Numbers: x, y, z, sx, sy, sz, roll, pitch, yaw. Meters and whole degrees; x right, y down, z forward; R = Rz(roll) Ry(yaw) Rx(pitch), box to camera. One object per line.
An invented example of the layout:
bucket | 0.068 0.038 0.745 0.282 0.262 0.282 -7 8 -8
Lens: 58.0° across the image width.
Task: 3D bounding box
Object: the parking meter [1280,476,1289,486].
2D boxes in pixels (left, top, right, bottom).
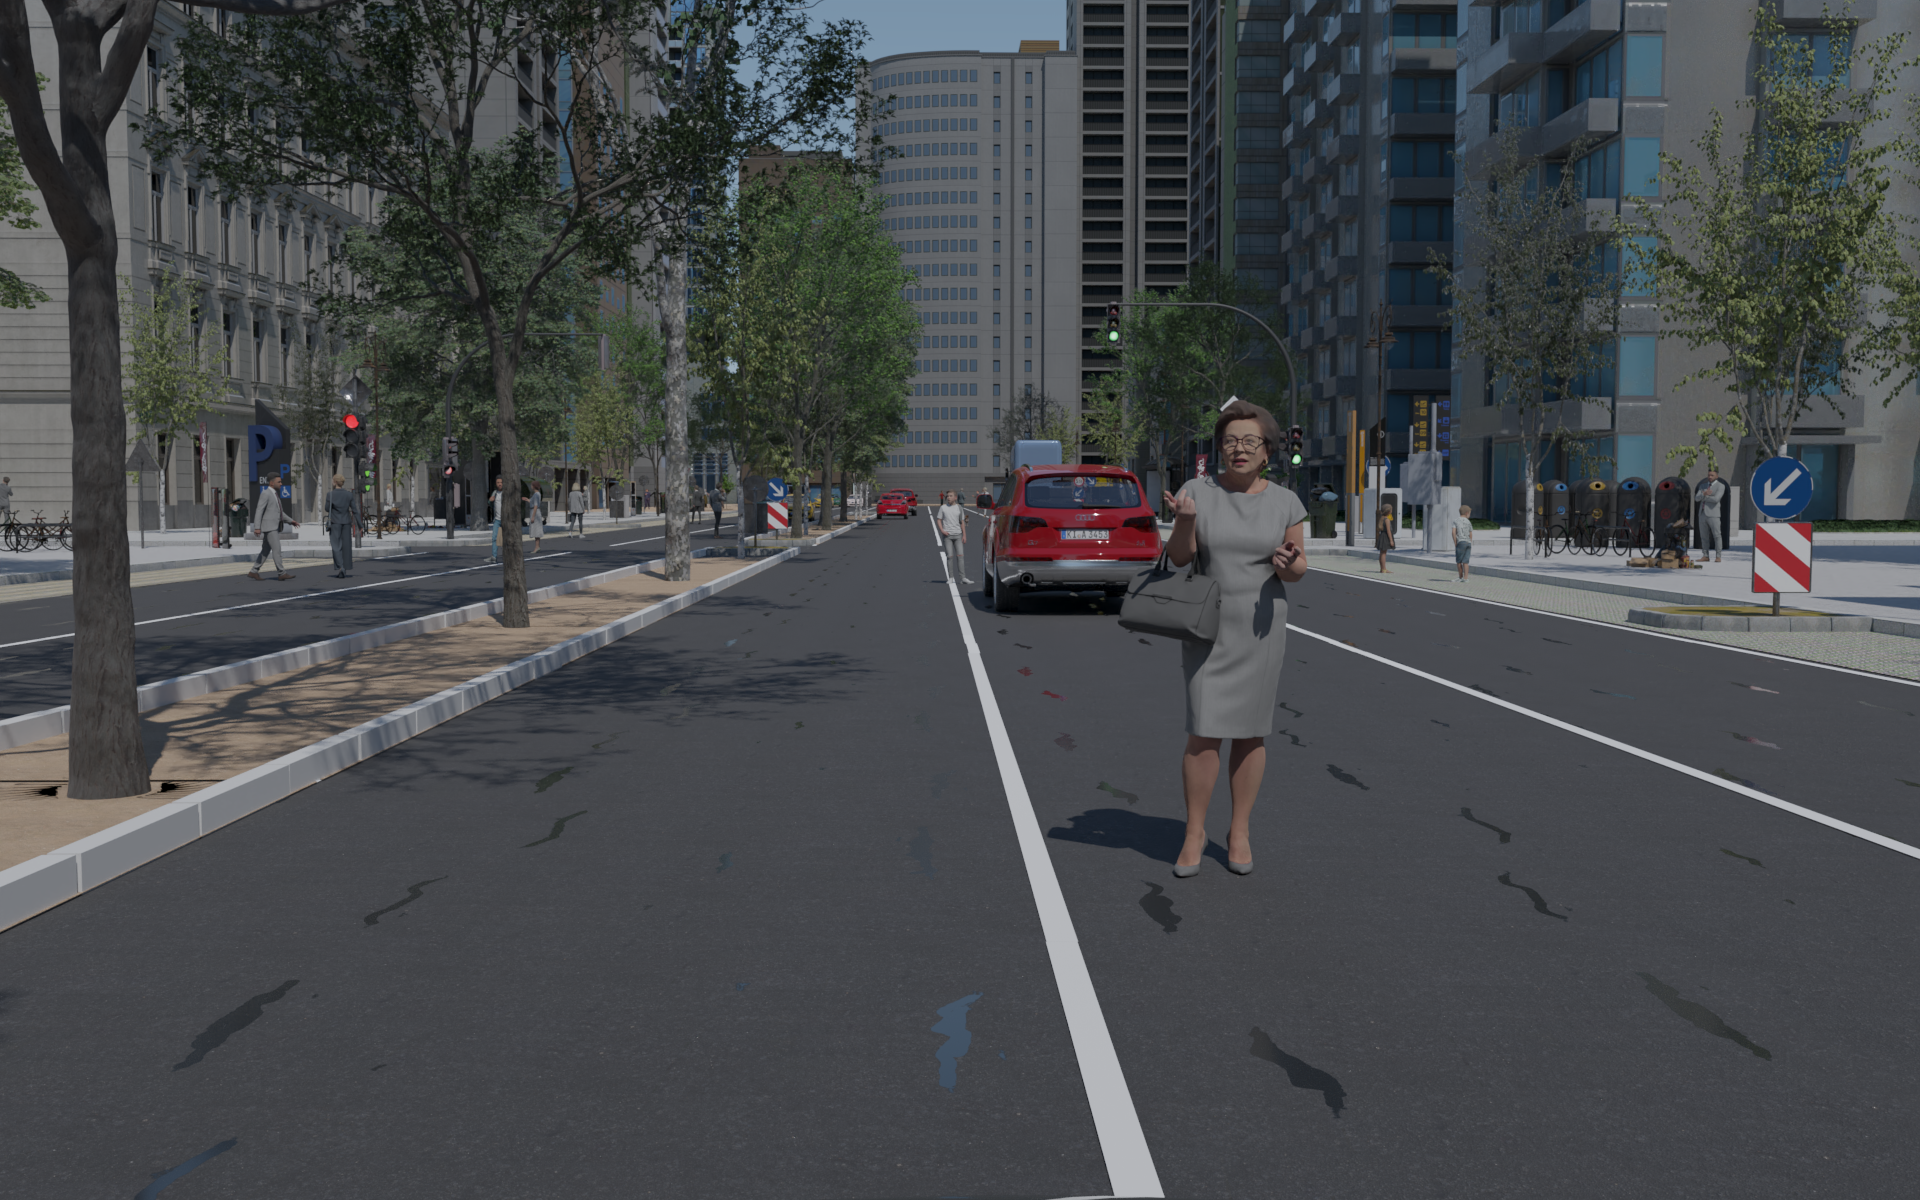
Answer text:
parking meter | 10.716 -3.172 57.577 0.399 1.863 0.255 3 5 45

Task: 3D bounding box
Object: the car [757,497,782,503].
car | -13.381 -6.790 120.800 2.009 1.686 4.222 0 4 0

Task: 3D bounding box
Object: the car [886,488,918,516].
car | -3.904 -6.497 114.894 2.281 1.827 5.304 0 4 -3

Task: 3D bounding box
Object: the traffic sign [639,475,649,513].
traffic sign | -21.390 -7.163 117.224 0.768 2.556 0.104 1 4 8

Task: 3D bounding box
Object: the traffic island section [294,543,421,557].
traffic island section | -14.276 -1.148 41.044 2.009 0.180 2.903 0 4 -1

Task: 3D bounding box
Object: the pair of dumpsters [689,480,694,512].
pair of dumpsters | -19.275 -7.188 120.015 1.574 2.255 4.437 0 4 -1

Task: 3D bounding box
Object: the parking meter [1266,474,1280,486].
parking meter | 9.199 -2.781 51.181 0.255 1.863 0.399 0 4 -4

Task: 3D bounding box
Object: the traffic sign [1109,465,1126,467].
traffic sign | 10.568 -7.829 121.876 2.265 3.308 0.079 0 4 -1

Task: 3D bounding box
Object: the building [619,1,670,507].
building | -44.402 -38.882 177.717 28.212 58.520 21.231 0 4 -1

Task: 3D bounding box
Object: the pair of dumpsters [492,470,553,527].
pair of dumpsters | -17.436 -4.069 69.016 1.574 2.255 4.437 0 4 -1

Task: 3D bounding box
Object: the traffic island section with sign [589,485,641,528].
traffic island section with sign | -14.629 -3.977 73.655 1.989 1.847 2.006 0 4 -1

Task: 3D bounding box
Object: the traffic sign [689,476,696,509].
traffic sign | -19.034 -7.489 122.549 0.768 2.556 0.104 0 4 7

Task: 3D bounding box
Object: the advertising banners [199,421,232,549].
advertising banners | -17.683 -2.747 41.100 0.090 3.025 2.074 -3 5 -40

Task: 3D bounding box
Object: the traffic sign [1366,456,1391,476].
traffic sign | 13.284 -3.362 55.070 0.768 2.556 0.104 0 4 1

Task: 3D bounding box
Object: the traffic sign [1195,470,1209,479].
traffic sign | 12.594 -5.511 90.211 0.768 2.556 0.104 0 3 0

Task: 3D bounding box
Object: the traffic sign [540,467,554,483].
traffic sign | -19.098 -4.883 79.941 0.768 2.556 0.104 0 4 0

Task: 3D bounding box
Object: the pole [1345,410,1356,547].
pole | 9.560 -2.968 42.364 0.158 3.312 0.155 0 3 0

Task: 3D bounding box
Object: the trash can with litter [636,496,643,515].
trash can with litter | -20.004 -5.872 107.394 0.624 1.170 1.055 -1 4 -12

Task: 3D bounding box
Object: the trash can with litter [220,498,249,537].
trash can with litter | -21.527 -2.433 51.159 1.055 1.170 0.624 2 4 27

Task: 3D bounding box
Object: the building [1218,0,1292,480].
building | 26.792 -27.425 132.001 14.154 41.232 14.086 0 4 -1

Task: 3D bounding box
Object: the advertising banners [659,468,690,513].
advertising banners | -19.081 -7.309 115.690 2.074 3.025 0.090 -1 4 -11

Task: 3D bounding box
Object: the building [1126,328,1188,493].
building | 32.294 -20.205 175.394 27.650 21.520 28.899 0 4 -1

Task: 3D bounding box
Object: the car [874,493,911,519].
car | -3.866 -5.528 99.420 2.155 1.783 4.494 0 4 -1

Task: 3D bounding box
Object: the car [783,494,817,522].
car | -8.407 -4.850 89.514 2.015 1.641 3.980 0 4 -3

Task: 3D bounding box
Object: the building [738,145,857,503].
building | -20.812 -35.177 225.253 14.200 45.320 14.600 0 4 -1

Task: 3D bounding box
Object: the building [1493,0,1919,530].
building | 35.763 -27.536 69.823 30.456 49.044 23.786 0 4 -1

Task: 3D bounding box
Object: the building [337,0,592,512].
building | -39.724 -42.461 132.495 20.563 71.187 20.611 0 4 -1

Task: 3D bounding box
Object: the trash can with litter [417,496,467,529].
trash can with litter | -19.133 -3.283 64.739 2.233 1.210 1.678 1 4 14

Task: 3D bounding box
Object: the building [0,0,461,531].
building | -36.786 -18.590 80.364 17.030 29.872 44.131 0 4 -1

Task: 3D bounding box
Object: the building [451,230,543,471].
building | -33.886 -16.112 112.581 9.793 20.994 18.267 0 4 -1

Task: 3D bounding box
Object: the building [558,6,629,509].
building | -37.194 -30.618 150.713 14.600 45.320 14.200 0 4 -1

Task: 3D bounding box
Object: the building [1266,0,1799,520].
building | 32.918 -29.907 108.581 23.786 49.044 30.456 0 4 -1

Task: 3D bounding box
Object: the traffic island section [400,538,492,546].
traffic island section | -14.440 -1.636 49.028 2.009 0.180 2.903 0 4 -1

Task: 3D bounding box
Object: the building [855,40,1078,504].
building | 0.449 -41.987 228.493 28.212 58.520 21.231 0 4 -1

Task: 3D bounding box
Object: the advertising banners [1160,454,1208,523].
advertising banners | 9.813 -4.877 75.924 2.074 3.025 0.090 0 4 4

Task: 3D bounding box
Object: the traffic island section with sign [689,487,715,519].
traffic island section with sign | -15.185 -5.644 100.914 1.989 1.847 2.006 0 4 -1

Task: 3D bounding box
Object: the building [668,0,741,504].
building | -43.767 -55.995 228.195 31.000 86.520 22.319 0 4 -1

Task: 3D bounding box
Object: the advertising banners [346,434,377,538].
advertising banners | -17.729 -3.344 50.863 2.074 3.025 0.090 3 4 36

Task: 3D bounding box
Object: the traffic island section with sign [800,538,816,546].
traffic island section with sign | -5.110 -2.492 48.874 2.006 1.907 1.989 0 4 -1

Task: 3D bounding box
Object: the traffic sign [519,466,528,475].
traffic sign | -19.833 -4.772 78.129 0.768 2.556 0.104 0 4 1

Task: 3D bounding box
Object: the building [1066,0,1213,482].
building | 24.863 -48.315 228.202 20.611 71.187 20.563 0 4 -1

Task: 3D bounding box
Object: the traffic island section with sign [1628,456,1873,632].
traffic island section with sign | 8.429 -0.623 18.807 1.989 1.847 2.006 0 4 -1

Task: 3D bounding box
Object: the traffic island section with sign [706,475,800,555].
traffic island section with sign | -4.968 -2.039 41.468 2.006 1.907 1.989 0 4 -1

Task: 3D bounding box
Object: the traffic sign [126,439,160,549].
traffic sign | -19.191 -2.483 40.599 0.884 2.594 0.081 0 4 2

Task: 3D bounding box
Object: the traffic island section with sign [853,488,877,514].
traffic island section with sign | -6.658 -7.086 123.996 2.006 1.907 1.989 0 4 -1

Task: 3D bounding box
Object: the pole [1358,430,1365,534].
pole | 12.840 -3.763 55.369 0.158 3.312 0.155 0 3 0

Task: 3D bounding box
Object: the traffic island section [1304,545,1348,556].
traffic island section | 7.961 -1.175 41.493 2.009 0.180 2.903 0 4 -1

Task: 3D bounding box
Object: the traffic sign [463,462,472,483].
traffic sign | -19.011 -4.126 67.571 0.768 2.556 0.104 0 4 4
